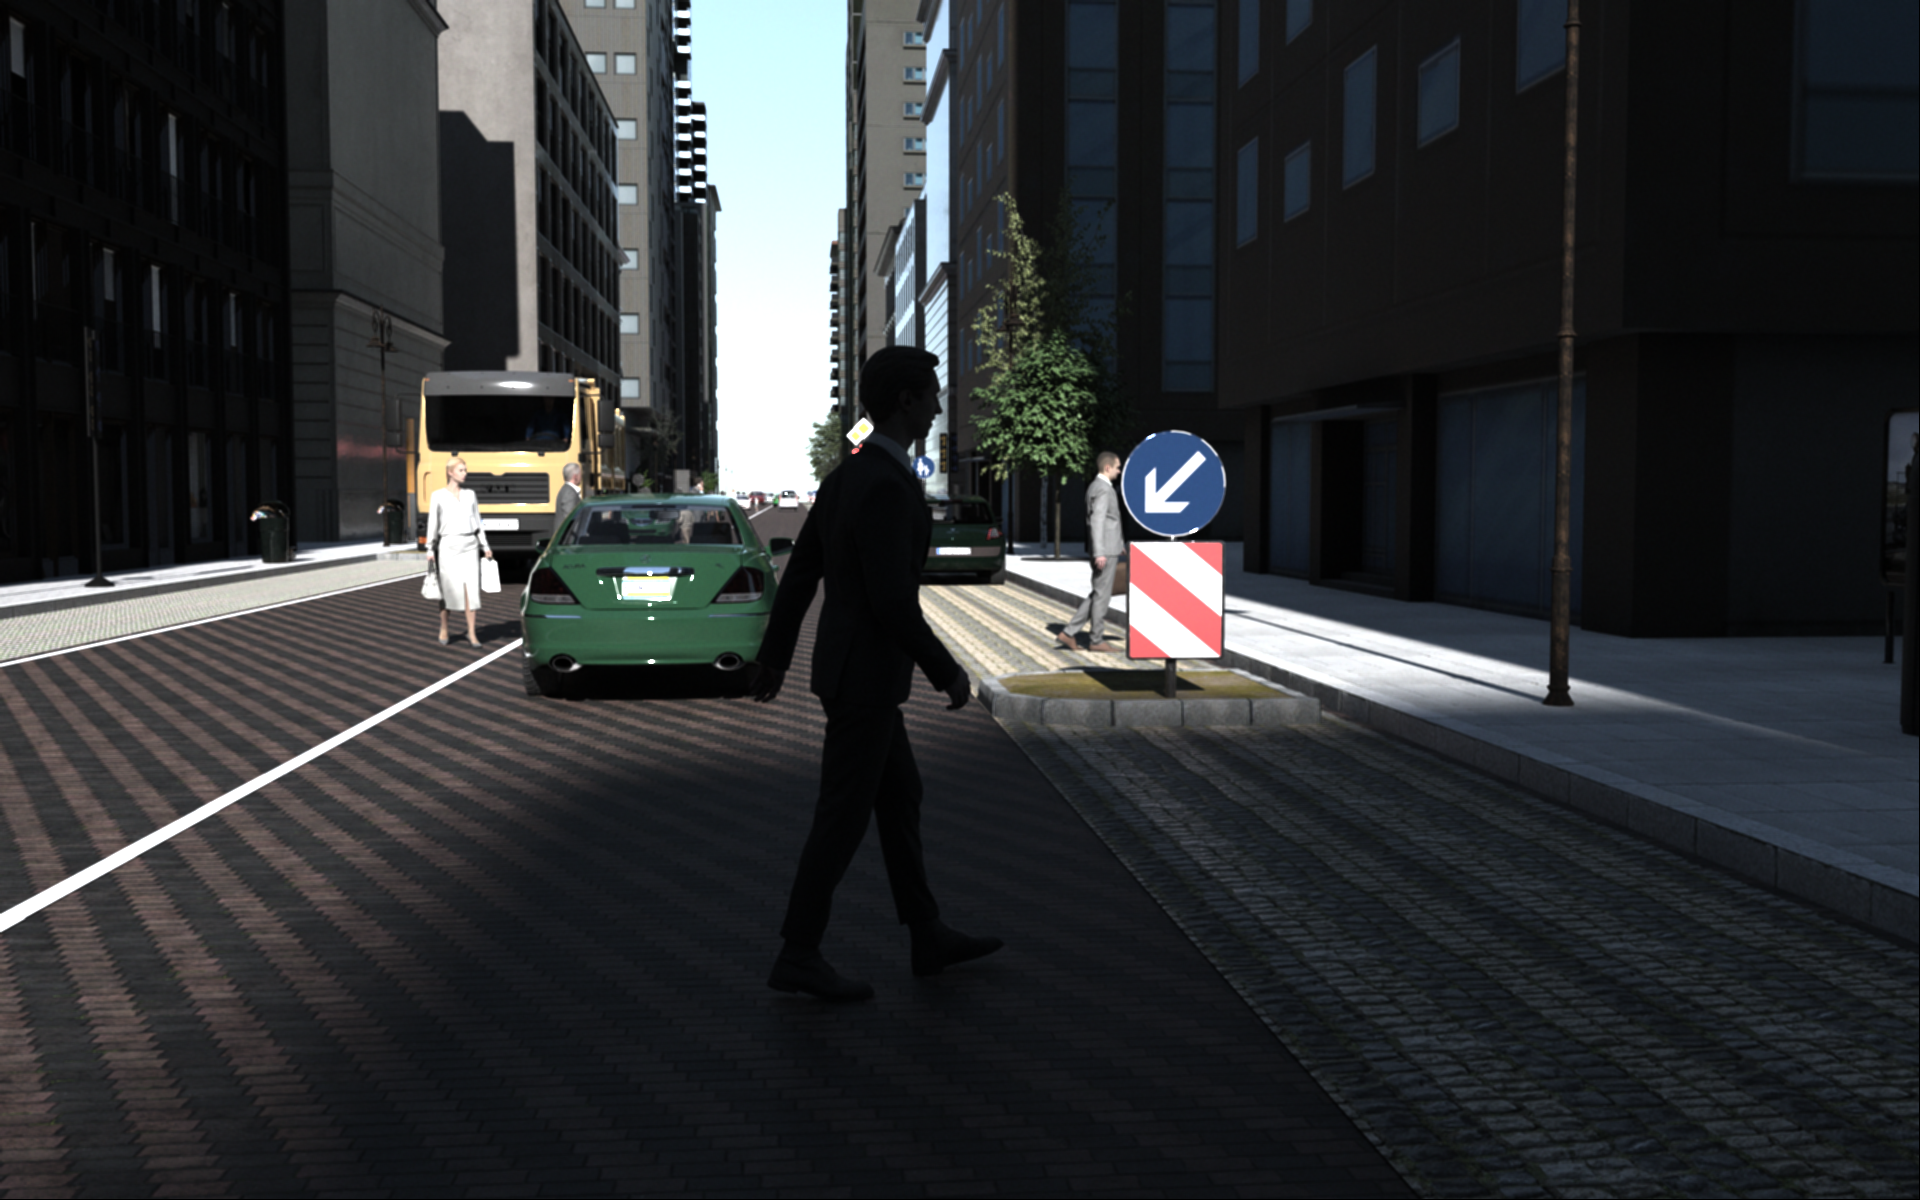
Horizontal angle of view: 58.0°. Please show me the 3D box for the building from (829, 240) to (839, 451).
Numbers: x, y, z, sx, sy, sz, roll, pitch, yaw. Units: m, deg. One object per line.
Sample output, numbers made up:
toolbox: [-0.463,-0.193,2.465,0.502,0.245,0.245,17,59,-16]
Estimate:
building: [-10.832,-38.982,291.972,22.147,44.769,28.867,0,4,-5]

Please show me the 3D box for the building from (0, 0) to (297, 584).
building: [-20.264,-12.238,29.762,12.332,23.373,15.834,0,4,-5]

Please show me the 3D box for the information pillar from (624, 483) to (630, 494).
information pillar: [-21.512,-6.574,111.974,0.304,2.012,0.304,1,4,14]

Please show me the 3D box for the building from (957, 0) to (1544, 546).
building: [7.447,-24.561,51.691,14.600,45.320,14.200,0,4,-5]

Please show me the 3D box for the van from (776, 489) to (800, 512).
van: [-14.158,-8.295,142.642,2.013,2.044,4.112,0,4,-7]

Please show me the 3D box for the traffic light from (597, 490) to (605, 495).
traffic light: [-14.732,-5.000,70.676,0.839,4.253,0.868,0,4,-5]

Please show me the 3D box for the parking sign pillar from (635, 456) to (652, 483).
parking sign pillar: [-22.187,-8.122,121.268,1.447,3.967,1.447,2,4,35]

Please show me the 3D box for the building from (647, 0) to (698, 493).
building: [-38.291,-45.442,181.227,20.563,71.187,20.611,0,4,-5]

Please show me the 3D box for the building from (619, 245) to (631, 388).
building: [-28.529,-17.015,114.346,11.583,22.565,21.152,0,4,-5]

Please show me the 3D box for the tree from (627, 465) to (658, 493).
tree: [-21.382,-7.371,115.122,1.663,3.219,1.824,0,3,0]

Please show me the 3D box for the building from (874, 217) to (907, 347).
building: [-0.964,-16.883,126.941,10.553,20.767,40.483,0,4,-5]

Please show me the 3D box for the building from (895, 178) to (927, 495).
building: [2.014,-14.908,98.491,10.420,20.320,16.860,0,4,-5]

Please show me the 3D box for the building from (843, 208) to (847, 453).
building: [-5.482,-31.205,193.793,14.154,41.232,14.086,0,4,-5]

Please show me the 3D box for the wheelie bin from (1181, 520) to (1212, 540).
wheelie bin: [5.465,-1.981,40.296,0.980,1.594,0.693,-1,4,-13]

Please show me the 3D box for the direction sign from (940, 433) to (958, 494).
direction sign: [-0.412,-4.424,64.331,0.876,3.537,0.379,3,5,41]

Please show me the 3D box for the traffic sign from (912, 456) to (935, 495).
traffic sign: [-1.213,-3.503,57.385,0.768,2.556,0.104,0,4,4]

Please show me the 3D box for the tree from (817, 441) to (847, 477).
tree: [-16.905,-17.219,231.896,4.360,8.622,3.978,0,3,0]

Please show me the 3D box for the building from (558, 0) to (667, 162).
building: [-40.872,-34.752,157.426,28.713,52.752,27.495,0,4,-5]

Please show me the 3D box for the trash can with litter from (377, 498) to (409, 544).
trash can with litter: [-14.574,-2.033,44.624,0.624,1.170,1.055,0,4,-5]

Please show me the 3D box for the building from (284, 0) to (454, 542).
building: [-31.456,-13.346,51.486,30.059,22.955,16.112,0,4,-5]

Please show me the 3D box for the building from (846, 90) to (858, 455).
building: [-4.190,-30.317,179.273,14.154,41.232,14.086,0,4,-5]

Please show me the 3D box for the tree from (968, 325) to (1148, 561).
tree: [1.961,-3.050,33.577,4.285,4.588,4.351,0,3,0]

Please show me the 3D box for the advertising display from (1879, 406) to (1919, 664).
advertising display: [7.095,-0.455,12.659,0.123,1.923,0.974,0,4,-7]

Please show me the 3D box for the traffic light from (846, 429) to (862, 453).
traffic light: [-4.320,-5.062,71.686,0.839,4.253,0.868,0,4,-5]

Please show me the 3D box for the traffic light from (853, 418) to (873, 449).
traffic light: [-3.558,-4.576,63.737,0.839,4.253,0.868,0,4,-5]

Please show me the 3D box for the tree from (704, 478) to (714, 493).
tree: [-30.106,-13.143,209.487,1.663,3.219,1.824,0,3,0]

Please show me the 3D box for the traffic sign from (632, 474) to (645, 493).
traffic sign: [-19.993,-6.579,107.667,0.768,2.556,0.104,0,4,-5]

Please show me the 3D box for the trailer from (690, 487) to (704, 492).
trailer: [-20.239,-7.709,133.088,1.471,1.999,3.904,0,4,-6]

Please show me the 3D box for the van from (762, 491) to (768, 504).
van: [-27.801,-14.372,241.994,2.013,2.044,4.112,0,4,-5]

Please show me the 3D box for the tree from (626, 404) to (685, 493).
tree: [-23.980,-11.450,137.573,4.360,8.622,3.978,0,3,0]

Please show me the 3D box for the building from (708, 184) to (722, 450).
building: [-54.033,-42.613,285.954,28.713,52.752,27.495,0,4,-5]

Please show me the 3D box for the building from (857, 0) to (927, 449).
building: [1.473,-32.905,161.700,21.300,48.544,21.600,0,4,-5]

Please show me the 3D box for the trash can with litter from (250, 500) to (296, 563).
trash can with litter: [-12.846,-1.290,32.477,0.624,1.170,1.055,0,4,-8]

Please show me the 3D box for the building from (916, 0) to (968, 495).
building: [8.501,-17.954,79.456,20.117,28.700,13.634,0,4,-5]

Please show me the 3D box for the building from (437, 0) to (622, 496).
building: [-28.453,-17.247,86.510,19.350,26.468,34.151,0,4,-5]

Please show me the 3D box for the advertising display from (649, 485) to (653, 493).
advertising display: [-20.919,-6.836,116.974,0.123,1.923,0.974,-2,4,-24]

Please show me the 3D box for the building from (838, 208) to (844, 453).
building: [-10.594,-34.637,249.902,14.154,41.232,14.086,0,4,-5]

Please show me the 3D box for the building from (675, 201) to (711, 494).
building: [-41.459,-33.754,235.473,14.154,41.232,14.086,0,4,-5]

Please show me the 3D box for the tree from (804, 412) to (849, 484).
tree: [-17.652,-19.600,238.589,7.486,12.596,7.792,0,3,0]

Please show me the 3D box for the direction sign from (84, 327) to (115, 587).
direction sign: [-11.937,-1.953,23.923,0.379,3.537,0.876,-1,4,-16]

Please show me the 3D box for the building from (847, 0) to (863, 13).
building: [-5.299,-47.252,210.828,20.563,71.187,20.611,0,4,-5]

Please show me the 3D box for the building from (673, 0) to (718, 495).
building: [-47.141,-57.712,256.255,22.319,86.520,31.000,0,4,-5]

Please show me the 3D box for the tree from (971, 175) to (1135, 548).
tree: [2.018,-5.535,40.867,4.737,8.622,4.395,0,3,0]

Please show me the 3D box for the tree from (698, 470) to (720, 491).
tree: [-32.364,-14.548,221.570,4.285,4.588,4.351,0,3,0]

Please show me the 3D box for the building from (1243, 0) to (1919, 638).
building: [11.853,-22.702,21.293,14.600,45.320,14.200,0,4,-5]
